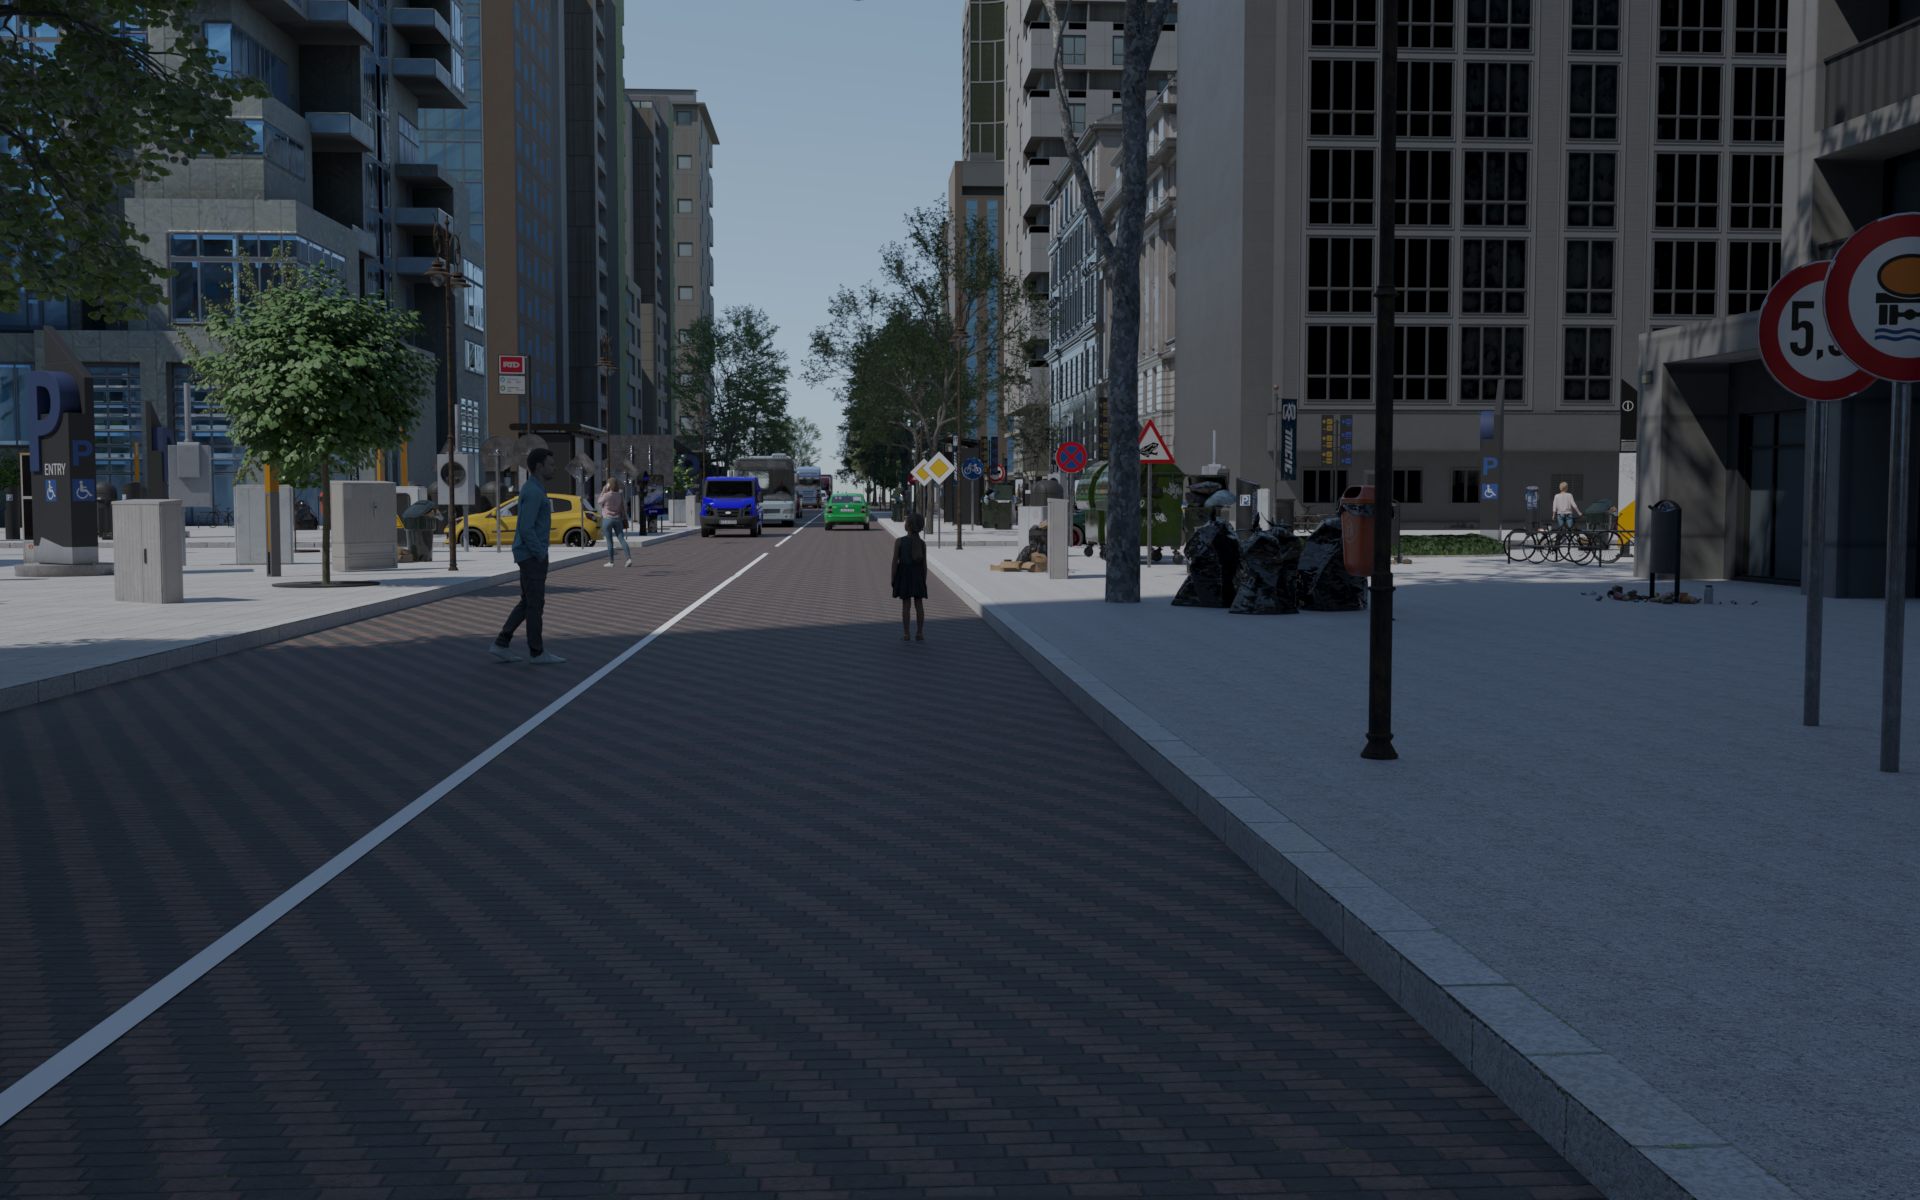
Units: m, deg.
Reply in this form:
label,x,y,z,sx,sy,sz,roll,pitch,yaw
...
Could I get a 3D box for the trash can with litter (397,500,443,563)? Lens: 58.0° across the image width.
label,x,y,z,sx,sy,sz,roll,pitch,yaw
trash can with litter,-10.269,-1.295,32.565,0.624,1.170,1.055,1,4,20

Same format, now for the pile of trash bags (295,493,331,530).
label,x,y,z,sx,sy,sz,roll,pitch,yaw
pile of trash bags,-23.196,-3.249,62.874,1.912,1.369,3.447,-1,4,-14

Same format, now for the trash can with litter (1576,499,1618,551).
label,x,y,z,sx,sy,sz,roll,pitch,yaw
trash can with litter,14.464,-1.711,39.362,0.624,1.170,1.055,3,5,43

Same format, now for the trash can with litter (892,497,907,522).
label,x,y,z,sx,sy,sz,roll,pitch,yaw
trash can with litter,-2.558,-4.105,78.506,1.055,1.170,0.624,1,4,20

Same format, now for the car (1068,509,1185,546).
label,x,y,z,sx,sy,sz,roll,pitch,yaw
car,3.982,-2.119,44.429,4.222,1.686,2.009,0,4,-2

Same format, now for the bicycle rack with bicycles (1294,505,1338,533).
label,x,y,z,sx,sy,sz,roll,pitch,yaw
bicycle rack with bicycles,11.442,-2.636,56.481,2.852,0.926,2.925,-3,5,-44

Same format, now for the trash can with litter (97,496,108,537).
label,x,y,z,sx,sy,sz,roll,pitch,yaw
trash can with litter,-26.050,-2.530,52.420,1.678,1.210,2.233,-2,4,-32

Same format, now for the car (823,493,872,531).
label,x,y,z,sx,sy,sz,roll,pitch,yaw
car,-4.506,-3.704,69.356,1.959,1.807,4.718,0,4,-3

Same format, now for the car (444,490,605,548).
label,x,y,z,sx,sy,sz,roll,pitch,yaw
car,-11.045,-2.066,44.007,3.980,1.641,2.015,0,4,-5

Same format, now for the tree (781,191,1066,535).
label,x,y,z,sx,sy,sz,roll,pitch,yaw
tree,-1.000,-7.339,54.401,8.767,10.594,7.601,0,4,-1

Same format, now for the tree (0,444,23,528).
label,x,y,z,sx,sy,sz,roll,pitch,yaw
tree,-36.608,-4.426,66.965,1.663,3.219,1.824,0,3,0

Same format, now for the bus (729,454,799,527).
label,x,y,z,sx,sy,sz,roll,pitch,yaw
bus,-8.784,-5.146,78.996,2.948,3.499,13.247,0,4,-5

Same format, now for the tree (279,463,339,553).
label,x,y,z,sx,sy,sz,roll,pitch,yaw
tree,-14.618,-2.650,37.925,1.663,3.219,1.824,0,3,0

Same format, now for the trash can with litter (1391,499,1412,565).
label,x,y,z,sx,sy,sz,roll,pitch,yaw
trash can with litter,7.426,-1.275,31.901,2.233,1.210,1.678,0,4,-4

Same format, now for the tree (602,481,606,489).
label,x,y,z,sx,sy,sz,roll,pitch,yaw
tree,-22.422,-7.177,111.940,1.663,3.219,1.824,0,3,0

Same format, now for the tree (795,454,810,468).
label,x,y,z,sx,sy,sz,roll,pitch,yaw
tree,-25.720,-20.216,280.893,4.737,8.622,4.395,0,3,0

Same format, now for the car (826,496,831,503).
label,x,y,z,sx,sy,sz,roll,pitch,yaw
car,-9.988,-8.100,142.216,2.009,1.686,4.222,0,4,-3

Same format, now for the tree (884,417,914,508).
label,x,y,z,sx,sy,sz,roll,pitch,yaw
tree,-5.982,-12.451,153.936,4.360,8.622,3.978,0,3,0

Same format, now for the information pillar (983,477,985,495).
label,x,y,z,sx,sy,sz,roll,pitch,yaw
information pillar,0.937,-4.302,74.825,0.304,2.012,0.304,0,4,4

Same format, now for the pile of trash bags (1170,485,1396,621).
label,x,y,z,sx,sy,sz,roll,pitch,yaw
pile of trash bags,3.717,-0.558,18.883,1.912,1.369,3.447,-1,4,-17

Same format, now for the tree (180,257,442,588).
label,x,y,z,sx,sy,sz,roll,pitch,yaw
tree,-8.963,-2.472,24.132,4.285,4.588,4.351,0,3,0

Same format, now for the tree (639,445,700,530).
label,x,y,z,sx,sy,sz,roll,pitch,yaw
tree,-11.120,-4.413,66.752,1.663,3.219,1.824,0,3,0

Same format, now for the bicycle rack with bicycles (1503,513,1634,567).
label,x,y,z,sx,sy,sz,roll,pitch,yaw
bicycle rack with bicycles,11.294,-1.132,31.892,2.852,0.926,2.925,-3,5,-42

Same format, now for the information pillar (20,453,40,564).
label,x,y,z,sx,sy,sz,roll,pitch,yaw
information pillar,-16.649,-1.631,31.157,0.304,2.012,0.304,0,4,3

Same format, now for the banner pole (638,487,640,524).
label,x,y,z,sx,sy,sz,roll,pitch,yaw
banner pole,-13.452,-5.115,73.646,0.863,3.779,0.401,-3,4,-38

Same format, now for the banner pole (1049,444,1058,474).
label,x,y,z,sx,sy,sz,roll,pitch,yaw
banner pole,4.701,-5.942,87.167,0.401,3.779,0.863,3,5,43

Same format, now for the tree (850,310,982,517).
label,x,y,z,sx,sy,sz,roll,pitch,yaw
tree,-2.567,-10.489,97.258,9.928,11.665,9.643,0,3,0

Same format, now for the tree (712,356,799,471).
label,x,y,z,sx,sy,sz,roll,pitch,yaw
tree,-17.017,-13.716,142.381,7.486,12.596,7.792,0,3,0

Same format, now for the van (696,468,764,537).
label,x,y,z,sx,sy,sz,roll,pitch,yaw
van,-7.773,-3.347,59.104,2.240,2.365,5.245,0,4,-4

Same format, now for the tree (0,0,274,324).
label,x,y,z,sx,sy,sz,roll,pitch,yaw
tree,-8.363,-5.642,10.378,7.486,12.596,7.792,0,3,0

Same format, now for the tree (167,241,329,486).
label,x,y,z,sx,sy,sz,roll,pitch,yaw
tree,-20.038,-6.079,49.760,4.737,8.622,4.395,0,3,0

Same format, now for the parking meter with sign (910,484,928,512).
label,x,y,z,sx,sy,sz,roll,pitch,yaw
parking meter with sign,-2.067,-6.850,108.262,1.738,3.016,0.543,1,4,10

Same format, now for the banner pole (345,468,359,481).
label,x,y,z,sx,sy,sz,roll,pitch,yaw
banner pole,-23.238,-4.654,66.114,0.401,3.779,0.863,2,4,28

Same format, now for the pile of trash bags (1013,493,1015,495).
label,x,y,z,sx,sy,sz,roll,pitch,yaw
pile of trash bags,2.358,-6.858,121.886,3.447,1.369,1.912,0,4,3

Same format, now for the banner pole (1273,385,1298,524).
label,x,y,z,sx,sy,sz,roll,pitch,yaw
banner pole,7.445,-3.051,39.896,0.863,3.779,0.401,-2,4,-29

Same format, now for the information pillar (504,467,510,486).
label,x,y,z,sx,sy,sz,roll,pitch,yaw
information pillar,-22.511,-5.799,86.176,0.183,3.616,0.504,1,4,12

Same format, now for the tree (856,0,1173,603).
label,x,y,z,sx,sy,sz,roll,pitch,yaw
tree,2.958,-10.102,21.057,12.611,20.169,13.585,0,3,0

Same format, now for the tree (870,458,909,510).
label,x,y,z,sx,sy,sz,roll,pitch,yaw
tree,-5.613,-9.570,140.189,4.285,4.588,4.351,0,3,0

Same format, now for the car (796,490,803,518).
label,x,y,z,sx,sy,sz,roll,pitch,yaw
car,-10.549,-5.833,104.048,2.281,1.827,5.304,0,4,-2

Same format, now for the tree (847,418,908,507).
label,x,y,z,sx,sy,sz,roll,pitch,yaw
tree,-8.027,-15.728,175.286,7.486,12.596,7.792,0,3,0

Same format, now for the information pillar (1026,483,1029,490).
label,x,y,z,sx,sy,sz,roll,pitch,yaw
information pillar,4.501,-6.954,118.195,0.304,2.012,0.304,2,4,25

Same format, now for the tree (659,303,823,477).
label,x,y,z,sx,sy,sz,roll,pitch,yaw
tree,-12.641,-10.280,93.830,9.928,11.665,9.643,0,3,0

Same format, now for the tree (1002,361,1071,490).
label,x,y,z,sx,sy,sz,roll,pitch,yaw
tree,4.143,-8.956,96.799,4.360,8.622,3.978,0,3,0

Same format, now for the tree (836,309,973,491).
label,x,y,z,sx,sy,sz,roll,pitch,yaw
tree,-3.779,-12.723,114.683,9.857,13.997,8.962,0,3,0

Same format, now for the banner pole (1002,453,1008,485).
label,x,y,z,sx,sy,sz,roll,pitch,yaw
banner pole,2.748,-7.123,106.477,0.401,3.779,0.863,2,4,27

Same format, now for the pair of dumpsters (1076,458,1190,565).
label,x,y,z,sx,sy,sz,roll,pitch,yaw
pair of dumpsters,3.281,-1.878,33.204,1.574,2.255,4.437,0,4,-4

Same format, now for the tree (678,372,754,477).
label,x,y,z,sx,sy,sz,roll,pitch,yaw
tree,-14.666,-9.362,103.429,4.360,8.622,3.978,0,3,0

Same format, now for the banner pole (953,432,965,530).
label,x,y,z,sx,sy,sz,roll,pitch,yaw
banner pole,-0.098,-4.389,61.778,0.401,3.779,0.863,-1,4,-22

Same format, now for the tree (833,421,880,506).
label,x,y,z,sx,sy,sz,roll,pitch,yaw
tree,-9.309,-16.767,191.151,9.611,12.733,9.660,0,3,0

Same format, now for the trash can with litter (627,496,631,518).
label,x,y,z,sx,sy,sz,roll,pitch,yaw
trash can with litter,-17.229,-4.947,92.273,1.055,1.170,0.624,2,4,30

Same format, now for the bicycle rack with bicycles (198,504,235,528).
label,x,y,z,sx,sy,sz,roll,pitch,yaw
bicycle rack with bicycles,-27.344,-3.202,65.735,2.852,0.926,2.925,1,4,15

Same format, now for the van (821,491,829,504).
label,x,y,z,sx,sy,sz,roll,pitch,yaw
van,-17.007,-12.469,210.882,2.013,2.044,4.112,0,4,-4

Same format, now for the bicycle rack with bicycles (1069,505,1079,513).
label,x,y,z,sx,sy,sz,roll,pitch,yaw
bicycle rack with bicycles,4.563,-4.131,80.924,2.925,0.926,2.852,0,4,5

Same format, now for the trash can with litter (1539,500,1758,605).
label,x,y,z,sx,sy,sz,roll,pitch,yaw
trash can with litter,8.415,-0.608,20.995,1.678,1.210,2.233,-1,4,-11

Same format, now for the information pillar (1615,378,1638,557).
label,x,y,z,sx,sy,sz,roll,pitch,yaw
information pillar,13.571,-2.671,35.022,0.504,3.616,0.183,2,4,26

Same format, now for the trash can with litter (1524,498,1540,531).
label,x,y,z,sx,sy,sz,roll,pitch,yaw
trash can with litter,19.582,-2.931,58.984,1.678,1.210,2.233,0,4,-3

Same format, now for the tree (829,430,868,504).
label,x,y,z,sx,sy,sz,roll,pitch,yaw
tree,-12.642,-19.881,235.416,12.009,13.543,11.850,0,3,0

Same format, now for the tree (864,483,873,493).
label,x,y,z,sx,sy,sz,roll,pitch,yaw
tree,-14.759,-17.481,280.417,1.663,3.219,1.824,0,3,0

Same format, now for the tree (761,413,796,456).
label,x,y,z,sx,sy,sz,roll,pitch,yaw
tree,-16.402,-12.281,151.149,4.360,8.622,3.978,0,3,0
